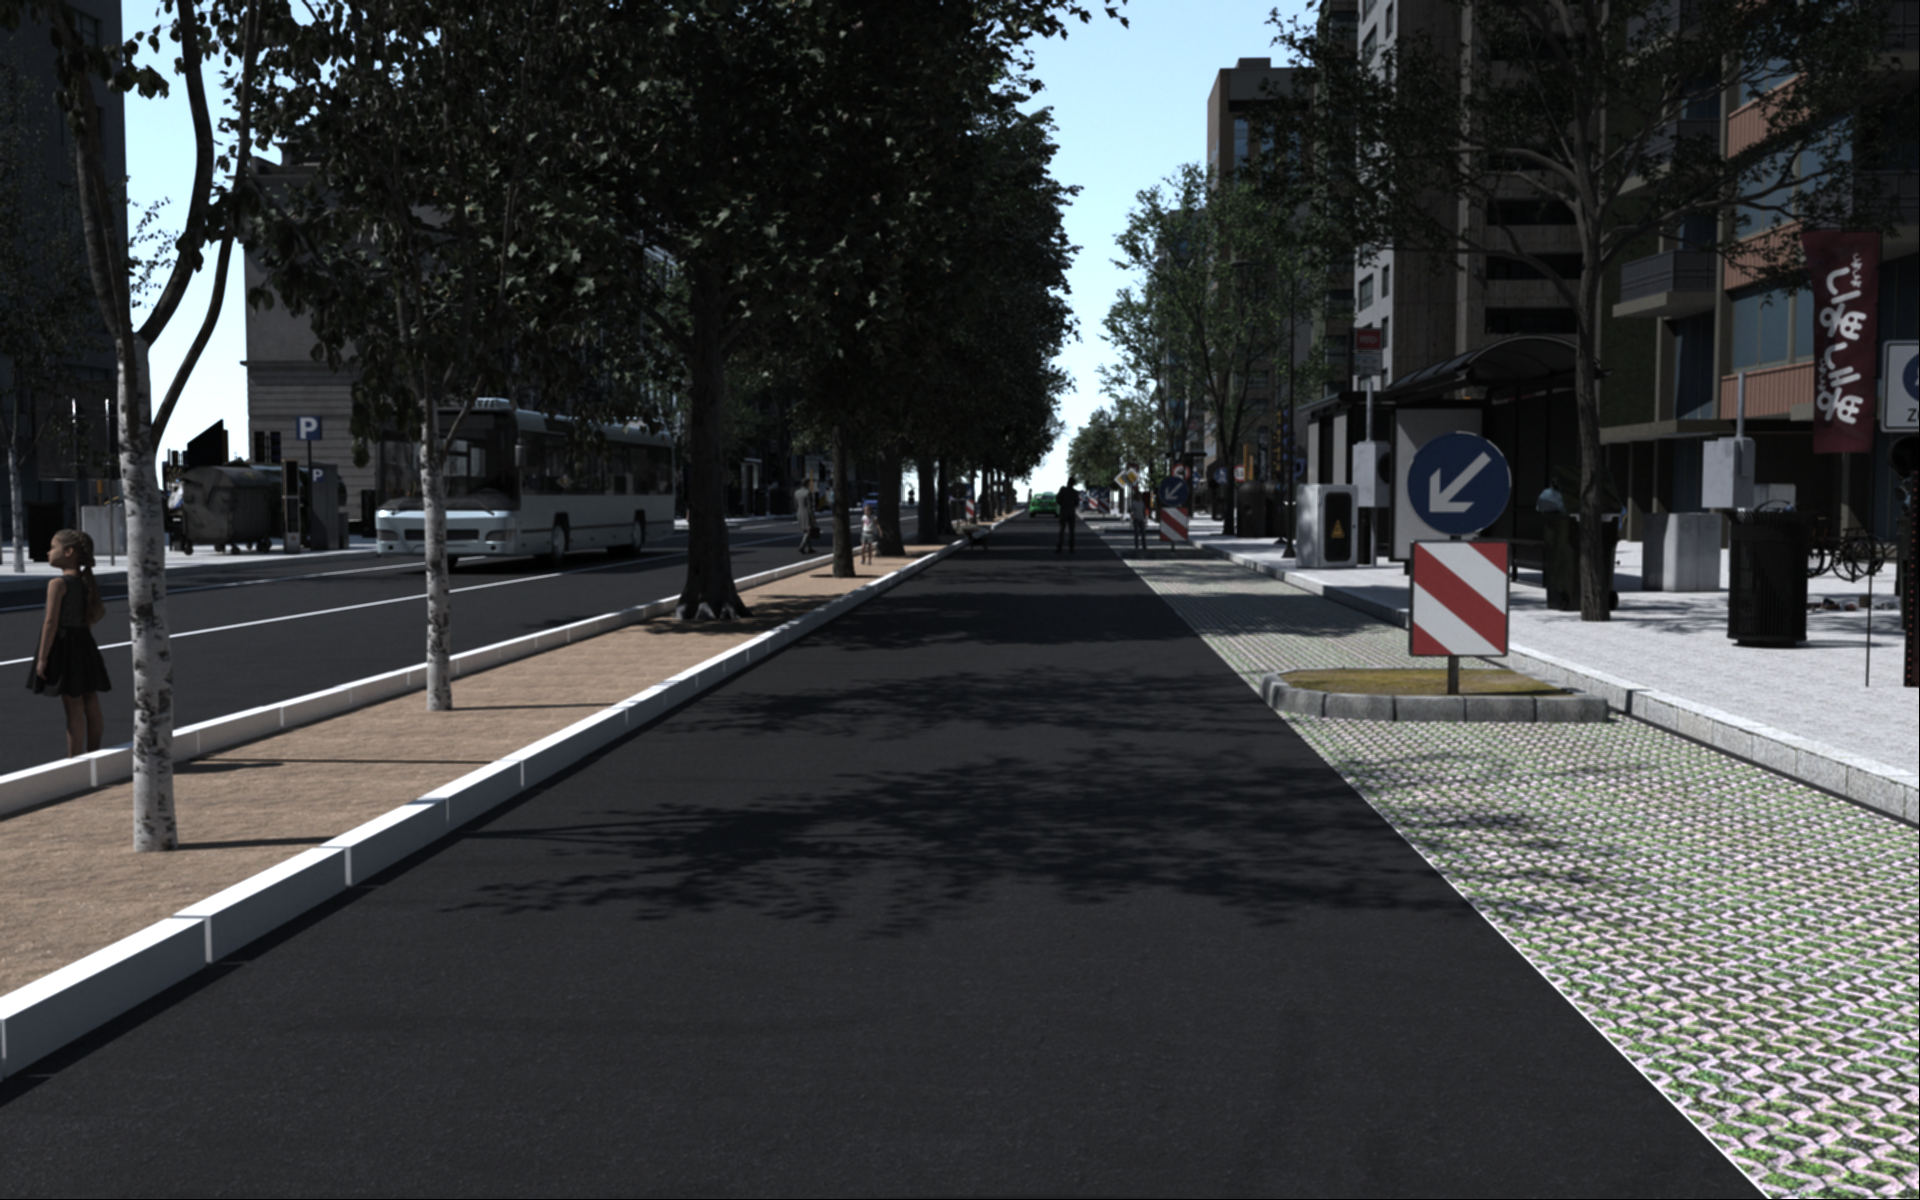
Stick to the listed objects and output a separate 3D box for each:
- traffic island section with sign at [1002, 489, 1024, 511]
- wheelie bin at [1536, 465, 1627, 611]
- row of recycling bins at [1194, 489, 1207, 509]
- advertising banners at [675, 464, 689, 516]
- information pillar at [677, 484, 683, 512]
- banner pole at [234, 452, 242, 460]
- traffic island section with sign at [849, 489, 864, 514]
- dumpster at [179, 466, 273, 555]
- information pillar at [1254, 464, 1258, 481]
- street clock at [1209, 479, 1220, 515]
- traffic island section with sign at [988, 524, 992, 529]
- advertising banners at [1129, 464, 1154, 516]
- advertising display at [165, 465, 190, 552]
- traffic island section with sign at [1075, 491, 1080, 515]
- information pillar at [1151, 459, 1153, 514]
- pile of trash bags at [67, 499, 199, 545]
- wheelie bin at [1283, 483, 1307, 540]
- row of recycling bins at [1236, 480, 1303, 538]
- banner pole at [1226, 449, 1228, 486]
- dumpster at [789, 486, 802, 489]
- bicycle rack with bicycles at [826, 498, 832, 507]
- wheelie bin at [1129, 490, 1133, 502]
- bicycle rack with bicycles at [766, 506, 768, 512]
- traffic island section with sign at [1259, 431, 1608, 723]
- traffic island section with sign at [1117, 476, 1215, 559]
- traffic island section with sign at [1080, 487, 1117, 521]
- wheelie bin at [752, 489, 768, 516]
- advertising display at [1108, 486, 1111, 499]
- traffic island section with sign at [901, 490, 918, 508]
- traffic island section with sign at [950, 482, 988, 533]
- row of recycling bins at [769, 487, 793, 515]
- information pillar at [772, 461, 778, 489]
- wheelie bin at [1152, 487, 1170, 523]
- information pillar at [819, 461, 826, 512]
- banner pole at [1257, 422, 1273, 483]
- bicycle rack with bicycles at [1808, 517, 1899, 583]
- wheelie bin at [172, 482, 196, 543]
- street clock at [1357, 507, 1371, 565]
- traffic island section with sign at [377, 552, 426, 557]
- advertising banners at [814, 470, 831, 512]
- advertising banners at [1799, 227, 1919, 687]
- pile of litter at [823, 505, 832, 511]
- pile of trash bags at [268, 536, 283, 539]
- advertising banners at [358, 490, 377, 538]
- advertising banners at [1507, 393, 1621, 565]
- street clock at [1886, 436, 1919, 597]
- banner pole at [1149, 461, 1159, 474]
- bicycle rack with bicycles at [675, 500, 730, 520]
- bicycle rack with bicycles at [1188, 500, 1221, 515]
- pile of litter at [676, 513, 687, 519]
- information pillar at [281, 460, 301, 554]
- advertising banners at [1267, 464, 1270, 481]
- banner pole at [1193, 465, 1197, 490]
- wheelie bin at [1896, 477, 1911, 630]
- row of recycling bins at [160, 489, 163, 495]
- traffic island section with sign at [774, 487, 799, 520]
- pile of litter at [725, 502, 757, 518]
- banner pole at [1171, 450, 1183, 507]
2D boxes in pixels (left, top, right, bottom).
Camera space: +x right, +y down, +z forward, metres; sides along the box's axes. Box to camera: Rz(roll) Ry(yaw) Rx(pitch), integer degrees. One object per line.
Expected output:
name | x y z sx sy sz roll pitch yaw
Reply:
traffic island section with sign | 4.489 -8.483 146.835 2.006 1.907 1.989 0 4 3
wheelie bin | 6.826 -0.688 19.153 0.980 1.594 0.693 0 4 -7
row of recycling bins | 19.497 -8.069 139.042 1.069 1.692 3.534 -1 4 -17
advertising banners | -15.872 -6.411 101.000 2.074 3.025 0.090 -2 4 -26
information pillar | -19.579 -7.130 121.063 0.304 2.012 0.304 -2 4 -35
banner pole | -42.670 -6.876 102.446 0.863 3.779 0.401 2 4 33
traffic island section with sign | -7.572 -6.967 122.532 1.989 1.847 2.006 0 4 3
dumpster | -15.605 -1.901 36.843 1.264 1.857 1.865 0 4 3
information pillar | 23.029 -8.748 134.389 0.504 3.616 0.183 -1 4 -12
street clock | 12.489 -4.926 85.109 0.471 2.002 0.358 2 4 29
traffic island section with sign | 0.315 -3.895 71.812 2.006 1.907 1.989 0 4 3
advertising banners | 10.781 -6.337 99.791 2.074 3.025 0.090 0 4 -1
advertising display | -17.458 -2.047 38.682 0.974 1.923 0.123 3 5 42
traffic island section with sign | 9.181 -6.867 120.899 1.989 1.847 2.006 0 4 3
information pillar | 12.640 -7.513 114.193 0.183 3.616 0.504 -1 4 -9
pile of trash bags | -20.441 -2.031 42.959 3.447 1.369 1.912 0 4 -8
wheelie bin | 9.496 -2.489 48.603 0.693 1.594 0.980 -2 4 -29
row of recycling bins | 9.637 -2.716 51.517 3.534 1.692 1.069 -2 4 -33
banner pole | 14.934 -6.507 96.400 0.401 3.779 0.863 2 4 29
dumpster | -11.542 -7.114 122.077 1.264 1.857 1.865 0 4 3
bicycle rack with bicycles | -10.631 -7.984 143.919 2.925 0.926 2.852 -1 4 -23
wheelie bin | 14.379 -8.284 143.349 0.693 1.594 0.980 -2 4 -35
bicycle rack with bicycles | -15.201 -6.565 120.714 2.925 0.926 2.852 3 5 41
traffic island section with sign | 3.093 -0.191 11.755 1.989 1.847 2.006 0 4 3
traffic island section with sign | 4.609 -1.837 38.667 1.989 1.847 2.006 0 4 3
traffic island section with sign | 7.673 -5.212 93.841 1.989 1.847 2.006 0 4 3
wheelie bin | -11.592 -5.687 100.885 0.980 1.594 0.693 -2 4 -31
advertising display | 12.296 -8.413 142.761 0.123 1.923 0.974 0 4 -1
traffic island section with sign | -4.797 -10.013 172.342 1.989 1.847 2.006 0 4 3
traffic island section with sign | -0.107 -3.442 64.417 2.006 1.907 1.989 0 4 3
row of recycling bins | -11.078 -6.153 107.716 1.069 1.692 3.534 -1 4 -18
information pillar | -13.095 -8.040 122.815 0.504 3.616 0.183 0 4 2
wheelie bin | 8.940 -4.179 76.232 0.980 1.594 0.693 0 4 -1
information pillar | -9.627 -7.929 120.996 0.504 3.616 0.183 0 4 5
banner pole | 10.600 -4.280 59.994 0.863 3.779 0.401 -2 4 -34
bicycle rack with bicycles | 13.433 -0.782 26.161 2.925 0.926 2.852 -1 4 -10
wheelie bin | -20.161 -2.281 45.209 0.980 1.594 0.693 2 4 23
street clock | 7.345 -1.640 31.383 0.358 2.002 0.471 -2 4 -26
traffic island section with sign | -12.175 -1.926 40.114 1.989 1.847 2.006 0 4 3
advertising banners | -10.394 -7.949 126.157 2.074 3.025 0.090 0 4 -7
advertising banners | 6.554 -0.931 11.405 2.074 3.025 0.090 0 4 4
pile of litter | -10.629 -7.312 133.521 1.719 0.858 1.176 0 4 0
pile of trash bags | -20.386 -2.497 50.572 1.912 1.369 3.447 -2 4 -33
advertising banners | -16.705 -3.365 51.205 2.074 3.025 0.090 -1 4 -22
advertising banners | 10.499 -2.078 30.166 2.074 3.025 0.090 0 4 -4
street clock | 11.849 -1.045 21.661 0.471 2.002 0.358 1 4 13
banner pole | 13.535 -7.971 120.337 0.863 3.779 0.401 0 4 3
bicycle rack with bicycles | -12.762 -4.392 85.185 2.925 0.926 2.852 -2 4 -34
bicycle rack with bicycles | 15.311 -5.656 105.863 2.925 0.926 2.852 2 4 29
pile of litter | -14.036 -4.676 90.420 1.719 0.858 1.176 0 4 -4
information pillar | -14.360 -2.000 37.185 0.304 2.012 0.304 -2 4 -32
advertising banners | 17.398 -6.368 100.304 2.074 3.025 0.090 -3 4 -38
banner pole | 17.742 -8.658 131.567 0.401 3.779 0.863 -2 4 -33
wheelie bin | 9.109 -0.502 16.116 0.693 1.594 0.980 1 4 16
row of recycling bins | -63.918 -7.968 137.395 1.069 1.692 3.534 1 4 21
traffic island section with sign | -9.096 -5.301 95.304 1.989 1.847 2.006 0 4 3
pile of litter | -11.906 -4.893 93.957 1.719 0.858 1.176 1 4 16
banner pole | 10.716 -5.854 85.732 0.863 3.779 0.401 2 4 24
